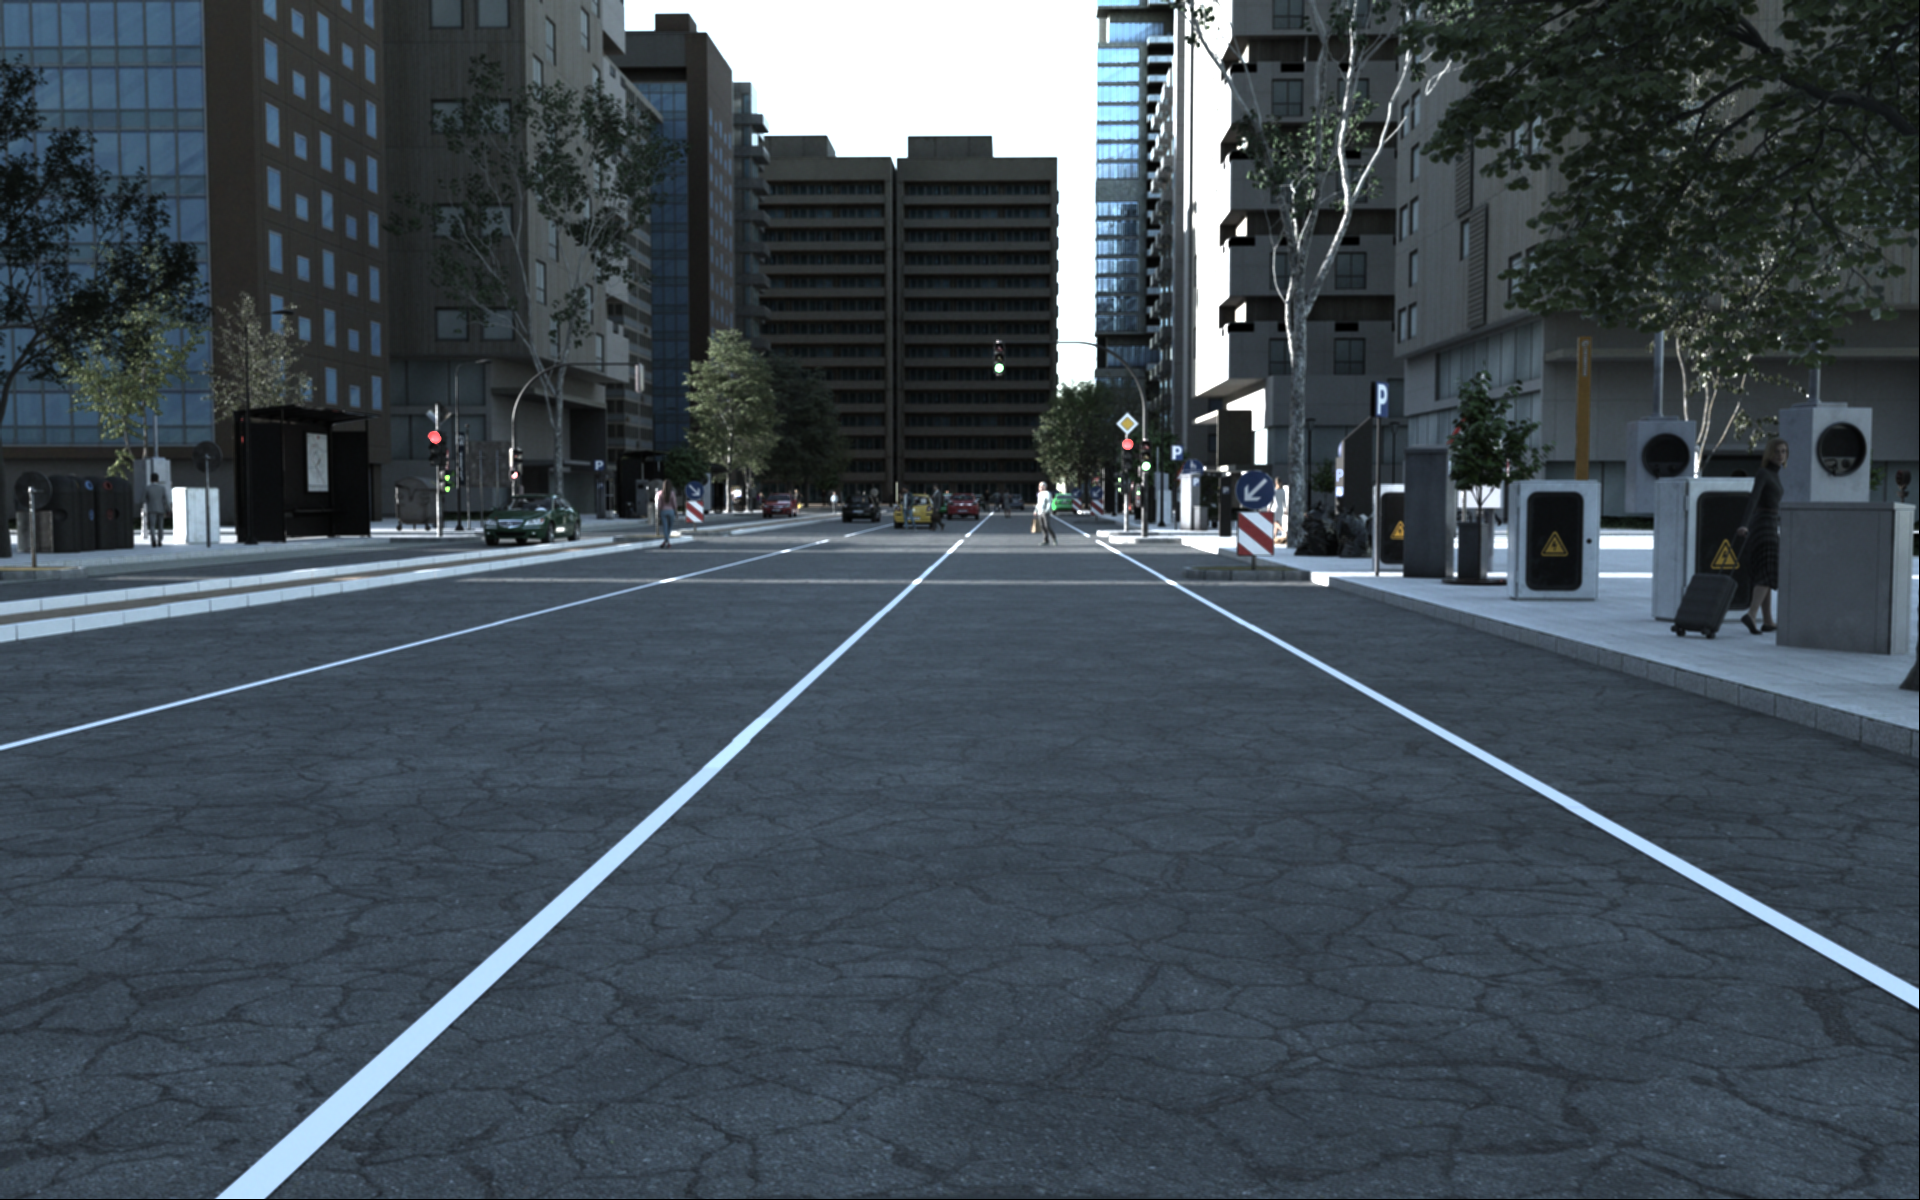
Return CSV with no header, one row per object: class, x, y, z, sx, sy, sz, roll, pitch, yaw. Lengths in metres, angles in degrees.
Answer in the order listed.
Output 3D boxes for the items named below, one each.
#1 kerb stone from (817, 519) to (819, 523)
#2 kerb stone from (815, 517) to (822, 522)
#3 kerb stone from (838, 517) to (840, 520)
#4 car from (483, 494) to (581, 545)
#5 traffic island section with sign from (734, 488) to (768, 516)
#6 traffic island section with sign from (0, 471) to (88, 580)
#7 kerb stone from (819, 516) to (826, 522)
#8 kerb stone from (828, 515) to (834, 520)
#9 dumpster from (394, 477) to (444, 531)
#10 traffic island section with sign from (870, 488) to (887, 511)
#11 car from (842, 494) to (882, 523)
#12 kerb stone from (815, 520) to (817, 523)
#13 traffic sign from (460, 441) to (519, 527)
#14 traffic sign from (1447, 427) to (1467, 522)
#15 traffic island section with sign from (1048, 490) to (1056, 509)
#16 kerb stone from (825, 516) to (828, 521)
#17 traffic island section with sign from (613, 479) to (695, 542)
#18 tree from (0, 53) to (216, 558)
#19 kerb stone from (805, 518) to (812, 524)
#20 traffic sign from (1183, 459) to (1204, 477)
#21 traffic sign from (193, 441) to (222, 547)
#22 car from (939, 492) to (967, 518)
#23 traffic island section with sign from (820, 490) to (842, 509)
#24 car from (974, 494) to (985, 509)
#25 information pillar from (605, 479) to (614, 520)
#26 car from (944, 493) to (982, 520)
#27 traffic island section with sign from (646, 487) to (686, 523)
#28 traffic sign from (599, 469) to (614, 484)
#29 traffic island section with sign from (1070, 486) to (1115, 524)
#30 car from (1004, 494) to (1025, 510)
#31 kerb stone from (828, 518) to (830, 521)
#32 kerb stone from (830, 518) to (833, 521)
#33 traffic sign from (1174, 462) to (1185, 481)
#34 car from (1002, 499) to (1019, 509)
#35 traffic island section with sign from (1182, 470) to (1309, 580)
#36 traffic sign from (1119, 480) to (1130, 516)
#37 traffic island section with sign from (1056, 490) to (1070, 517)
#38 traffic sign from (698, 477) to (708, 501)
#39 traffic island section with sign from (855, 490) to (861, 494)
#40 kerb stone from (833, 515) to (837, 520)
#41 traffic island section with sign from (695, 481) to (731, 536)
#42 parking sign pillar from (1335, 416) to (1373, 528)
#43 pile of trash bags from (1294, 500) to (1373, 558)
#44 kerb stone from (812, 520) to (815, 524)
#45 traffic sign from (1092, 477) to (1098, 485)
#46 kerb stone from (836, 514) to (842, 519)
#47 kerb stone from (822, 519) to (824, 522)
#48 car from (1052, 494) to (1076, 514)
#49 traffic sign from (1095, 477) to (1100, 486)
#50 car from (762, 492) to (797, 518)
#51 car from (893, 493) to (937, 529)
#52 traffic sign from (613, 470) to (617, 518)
kerb stone,-7.205,-3.875,85.689,0.120,0.150,1.000,0,4,2
kerb stone,-7.160,-3.946,86.714,0.120,0.150,1.000,0,4,2
kerb stone,-6.875,-4.510,95.932,0.120,0.150,1.000,0,4,2
car,-12.243,-2.324,49.793,2.131,1.459,4.920,0,4,2
traffic island section with sign,-13.530,-6.356,112.547,1.989,1.847,2.006,0,4,2
traffic island section with sign,-16.081,-1.275,29.478,1.989,1.847,2.006,0,4,2
kerb stone,-7.100,-4.071,88.763,0.120,0.150,1.000,0,4,2
kerb stone,-6.980,-4.322,92.861,0.120,0.150,1.000,0,4,2
dumpster,-19.016,-3.375,60.933,1.264,1.857,1.865,0,4,2
traffic island section with sign,-6.729,-7.750,134.844,2.006,1.907,1.989,0,4,2
car,-5.034,-4.825,88.676,2.009,1.686,4.222,0,4,2
kerb stone,-7.227,-3.821,84.667,0.120,0.150,1.000,0,4,2
traffic sign,-18.075,-4.442,66.505,2.265,3.308,0.079,0,4,2
traffic sign,8.087,-1.698,27.764,0.884,2.594,0.081,1,4,8
traffic island section with sign,9.732,-10.988,188.275,1.989,1.847,2.006,0,4,2
kerb stone,-7.066,-4.134,89.785,0.120,0.150,1.000,0,4,2
traffic island section with sign,-9.268,-2.703,52.337,2.006,1.907,1.989,0,4,2
tree,-19.302,-6.147,34.915,8.767,10.594,7.601,-1,4,-12
kerb stone,-7.295,-3.694,82.614,0.120,0.150,1.000,0,4,2
traffic sign,8.501,-3.858,63.182,0.768,2.556,0.104,1,4,11
traffic sign,-18.091,-2.540,41.627,0.768,2.556,0.104,1,4,9
car,-0.496,-5.892,105.125,1.959,1.807,4.718,0,4,4
traffic island section with sign,-12.018,-9.380,161.983,1.989,1.847,2.006,0,4,2
car,1.543,-9.284,163.586,2.131,1.459,4.920,0,4,2
information pillar,-17.630,-5.053,87.115,0.304,2.012,0.304,1,4,21
car,0.179,-5.408,97.458,2.155,1.783,4.494,0,4,1
traffic island section with sign,-14.359,-4.708,85.605,1.989,1.847,2.006,0,4,2
traffic sign,-17.947,-5.373,87.958,0.768,2.556,0.104,0,4,7
traffic island section with sign,6.519,-4.631,84.353,1.989,1.847,2.006,0,4,2
car,4.880,-8.821,156.223,2.014,1.417,4.499,0,4,1
kerb stone,-7.036,-4.196,90.807,0.120,0.150,1.000,0,4,2
kerb stone,-7.007,-4.259,91.839,0.120,0.150,1.000,0,4,2
traffic sign,9.084,-4.282,70.021,0.884,2.594,0.081,1,4,11
car,5.022,-9.800,172.807,1.945,1.354,3.894,0,4,2
traffic island section with sign,4.846,-1.288,29.695,1.989,1.847,2.006,0,4,2
traffic sign,9.499,-6.083,99.566,0.768,2.556,0.104,0,4,4
traffic island section with sign,7.361,-6.279,111.295,1.989,1.847,2.006,0,4,2
traffic sign,-16.028,-6.573,107.575,0.768,2.556,0.104,1,4,10
traffic island section with sign,-11.154,-11.079,189.768,1.989,1.847,2.006,0,4,2
kerb stone,-6.941,-4.385,93.885,0.120,0.150,1.000,0,4,2
traffic island section with sign,-9.031,-3.156,59.740,2.006,1.907,1.989,0,4,2
parking sign pillar,13.518,-4.341,59.444,1.447,3.967,1.447,-2,4,-30
pile of trash bags,8.418,-1.565,35.345,1.912,1.369,3.447,-2,4,-28
kerb stone,-7.261,-3.753,83.645,0.120,0.150,1.000,0,4,2
traffic sign,10.358,-8.015,131.154,0.768,2.556,0.104,0,4,7
kerb stone,-6.853,-4.573,96.962,0.120,0.150,1.000,0,4,2
kerb stone,-7.136,-4.009,87.742,0.120,0.150,1.000,0,4,2
car,7.468,-7.010,123.406,1.959,1.807,4.718,0,4,3
traffic sign,10.168,-7.650,125.180,0.768,2.556,0.104,0,4,4
car,-10.951,-5.896,105.441,2.155,1.783,4.494,0,3,0
car,-1.857,-3.859,73.324,2.015,1.641,3.980,0,4,2
traffic sign,-18.772,-5.785,94.593,0.884,2.594,0.081,1,4,10
